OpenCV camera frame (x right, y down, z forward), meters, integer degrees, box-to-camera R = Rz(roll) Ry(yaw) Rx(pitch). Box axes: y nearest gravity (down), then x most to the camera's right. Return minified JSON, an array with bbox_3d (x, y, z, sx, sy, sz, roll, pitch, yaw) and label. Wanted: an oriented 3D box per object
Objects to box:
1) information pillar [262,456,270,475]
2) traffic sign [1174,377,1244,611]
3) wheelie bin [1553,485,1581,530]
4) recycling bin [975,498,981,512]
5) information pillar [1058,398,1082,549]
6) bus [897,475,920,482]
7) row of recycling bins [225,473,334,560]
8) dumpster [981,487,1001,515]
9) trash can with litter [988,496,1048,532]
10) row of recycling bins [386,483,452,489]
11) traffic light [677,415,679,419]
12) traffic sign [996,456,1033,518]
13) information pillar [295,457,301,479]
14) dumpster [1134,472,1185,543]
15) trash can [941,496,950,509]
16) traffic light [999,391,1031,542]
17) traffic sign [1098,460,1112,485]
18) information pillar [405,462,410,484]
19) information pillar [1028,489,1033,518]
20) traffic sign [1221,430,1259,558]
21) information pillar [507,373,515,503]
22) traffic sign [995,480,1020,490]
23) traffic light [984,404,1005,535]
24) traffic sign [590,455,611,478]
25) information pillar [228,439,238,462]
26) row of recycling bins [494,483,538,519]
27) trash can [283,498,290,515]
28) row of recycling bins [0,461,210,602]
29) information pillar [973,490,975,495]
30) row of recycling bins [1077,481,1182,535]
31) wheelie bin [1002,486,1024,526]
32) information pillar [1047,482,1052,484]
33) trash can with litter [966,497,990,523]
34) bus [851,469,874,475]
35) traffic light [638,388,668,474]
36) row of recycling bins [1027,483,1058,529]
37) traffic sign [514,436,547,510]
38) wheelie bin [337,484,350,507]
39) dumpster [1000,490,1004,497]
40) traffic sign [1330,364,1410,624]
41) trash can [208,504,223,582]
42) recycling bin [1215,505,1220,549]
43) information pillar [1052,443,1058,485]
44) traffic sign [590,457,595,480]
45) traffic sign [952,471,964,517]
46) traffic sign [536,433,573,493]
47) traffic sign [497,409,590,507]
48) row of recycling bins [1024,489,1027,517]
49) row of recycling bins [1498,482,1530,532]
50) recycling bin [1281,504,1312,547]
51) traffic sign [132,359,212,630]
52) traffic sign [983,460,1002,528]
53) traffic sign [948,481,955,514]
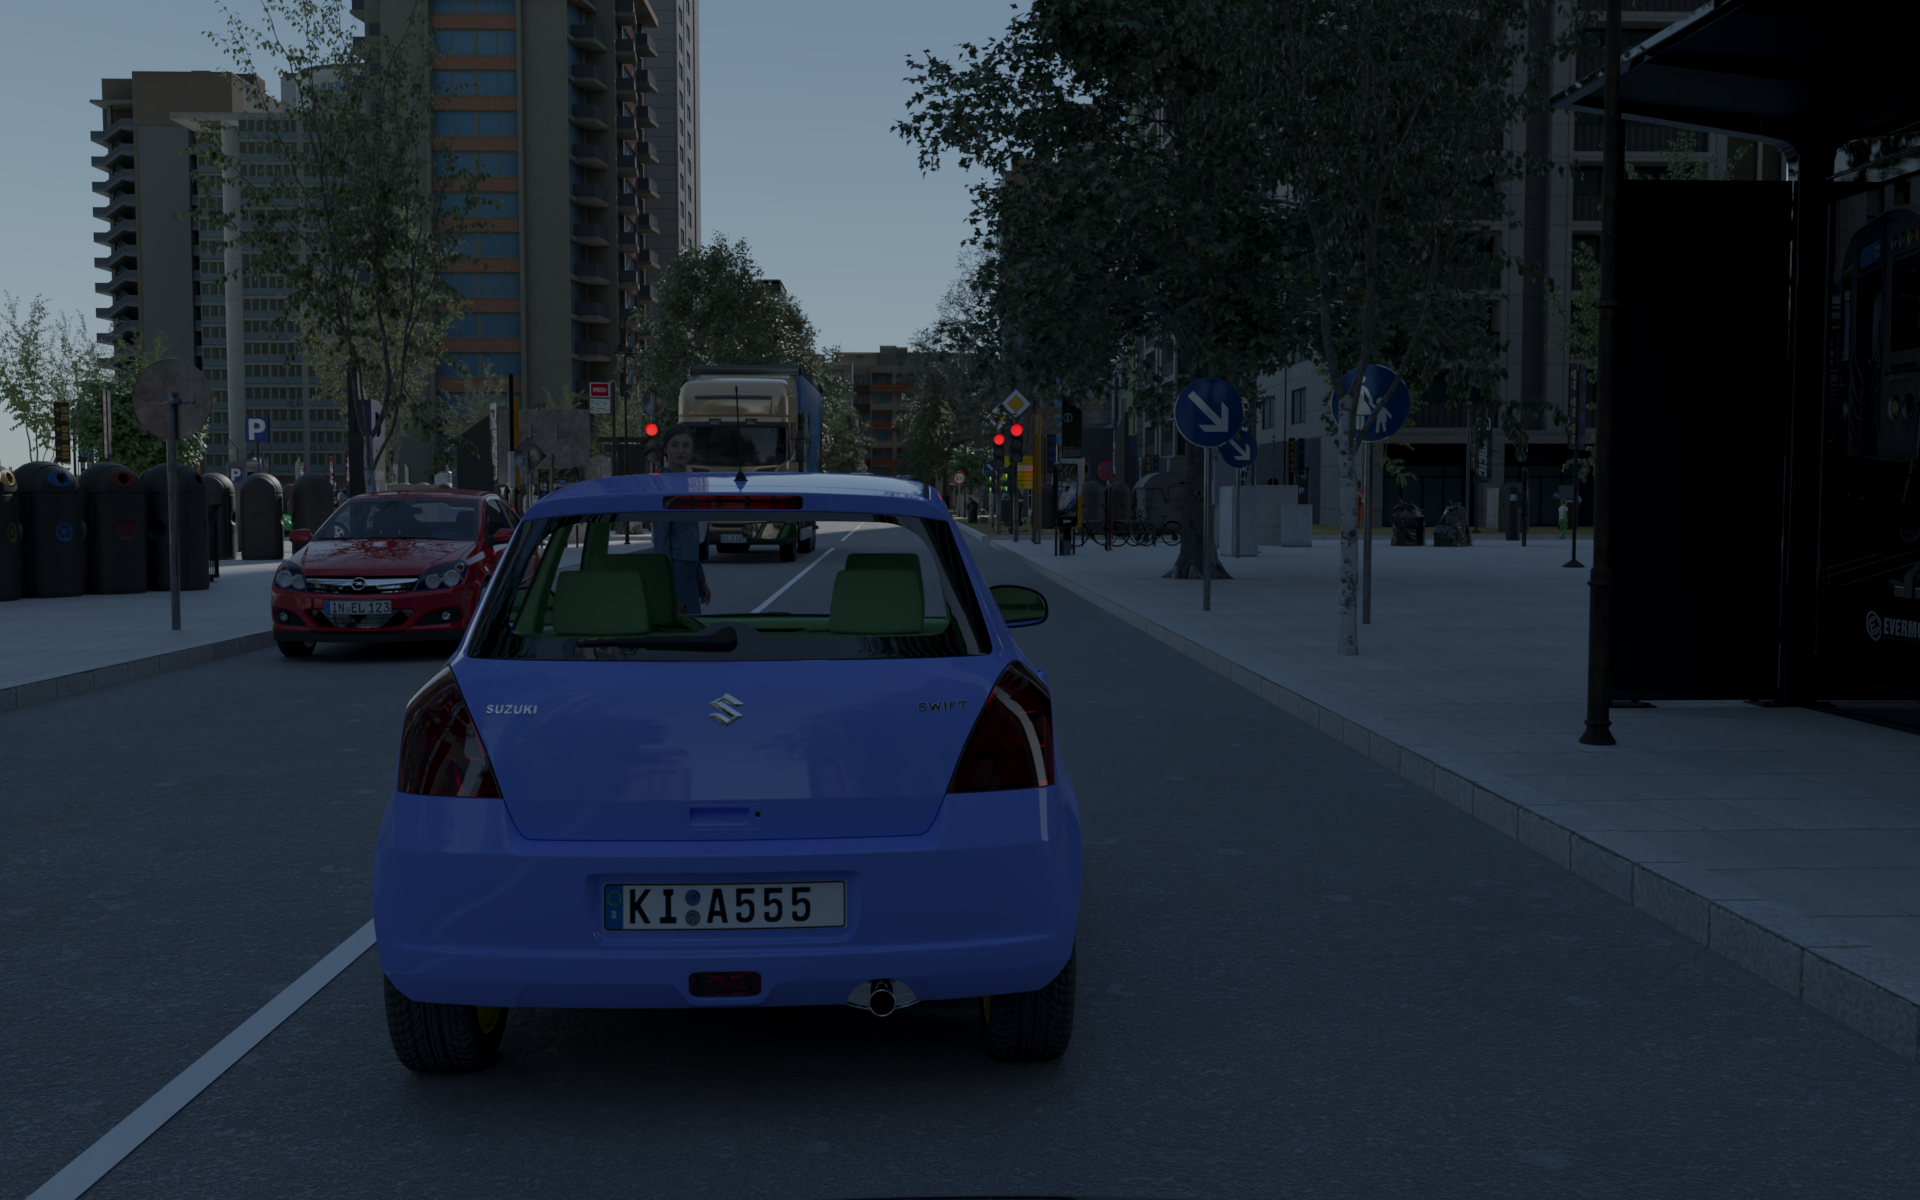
[{"bbox_3d":[-42.873,-7.076,107.054,0.504,3.616,0.183,1,4,8],"label":"information pillar"},{"bbox_3d":[2.719,-1.156,19.000,0.768,2.556,0.104,0,4,1],"label":"traffic sign"},{"bbox_3d":[21.943,-3.351,62.692,0.980,1.594,0.693,0,4,5],"label":"wheelie bin"},{"bbox_3d":[1.113,-7.022,127.363,0.722,1.027,0.722,1,4,13],"label":"recycling bin"},{"bbox_3d":[2.597,-3.002,40.435,0.504,3.616,0.183,0,4,7],"label":"information pillar"},{"bbox_3d":[-5.294,-10.843,172.144,2.948,3.499,13.247,0,4,-3],"label":"bus"},{"bbox_3d":[-14.099,-1.639,33.918,3.534,1.692,1.069,-1,4,-12],"label":"row of recycling bins"},{"bbox_3d":[1.972,-6.327,109.206,1.264,1.857,1.865,0,4,-2],"label":"dumpster"},{"bbox_3d":[1.971,-2.949,59.270,2.233,1.210,1.678,-1,4,-8],"label":"trash can with litter"},{"bbox_3d":[-19.857,-3.429,63.180,3.534,1.692,1.069,1,4,22],"label":"row of recycling bins"},{"bbox_3d":[-8.413,-3.982,54.018,0.839,4.253,0.868,0,4,-2],"label":"traffic light"},{"bbox_3d":[3.021,-5.983,91.693,2.265,3.308,0.079,0,4,3],"label":"traffic sign"},{"bbox_3d":[-41.501,-7.175,108.669,0.504,3.616,0.183,2,4,35],"label":"information pillar"},{"bbox_3d":[5.402,-2.489,46.450,1.264,1.857,1.865,0,4,-2],"label":"dumpster"},{"bbox_3d":[-1.055,-6.820,123.161,0.748,1.137,0.748,0,3,0],"label":"trash can"},{"bbox_3d":[1.477,-3.515,46.397,0.839,4.253,0.868,0,4,-2],"label":"traffic light"},{"bbox_3d":[5.597,-3.995,65.425,0.768,2.556,0.104,0,4,0],"label":"traffic sign"},{"bbox_3d":[-40.877,-8.364,128.104,0.504,3.616,0.183,3,5,40],"label":"information pillar"},{"bbox_3d":[3.847,-5.379,92.443,0.304,2.012,0.304,-3,5,-41],"label":"information pillar"},{"bbox_3d":[5.555,-2.107,34.554,0.768,2.556,0.104,0,3,0],"label":"traffic sign"},{"bbox_3d":[-8.764,-2.598,33.831,0.183,3.616,0.504,-1,4,-19],"label":"information pillar"},{"bbox_3d":[2.946,-7.325,113.629,2.265,3.308,0.079,0,4,2],"label":"traffic sign"},{"bbox_3d":[1.192,-4.003,54.377,0.839,4.253,0.868,0,4,-2],"label":"traffic light"},{"bbox_3d":[-11.805,-3.464,56.742,0.768,2.556,0.104,0,4,3],"label":"traffic sign"},{"bbox_3d":[-30.877,-5.033,73.649,0.504,3.616,0.183,2,4,25],"label":"information pillar"},{"bbox_3d":[-15.551,-3.278,60.716,3.534,1.692,1.069,1,4,13],"label":"row of recycling bins"},{"bbox_3d":[-24.695,-3.133,62.870,0.748,1.137,0.748,0,3,0],"label":"trash can"},{"bbox_3d":[-11.191,-0.907,21.949,1.069,1.692,3.534,2,4,28],"label":"row of recycling bins"},{"bbox_3d":[1.003,-8.374,128.276,0.183,3.616,0.504,2,4,28],"label":"information pillar"},{"bbox_3d":[5.470,-2.943,55.231,3.534,1.692,1.069,-1,4,-20],"label":"row of recycling bins"},{"bbox_3d":[2.066,-3.726,68.836,0.693,1.594,0.980,3,5,40],"label":"wheelie bin"},{"bbox_3d":[5.538,-6.246,106.618,0.304,2.012,0.304,1,4,20],"label":"information pillar"},{"bbox_3d":[0.783,-3.959,76.114,1.055,1.170,0.624,1,4,14],"label":"trash can with litter"},{"bbox_3d":[-8.601,-9.347,147.690,2.948,3.499,13.247,0,4,-1],"label":"bus"},{"bbox_3d":[-8.127,-3.493,46.038,0.839,4.253,0.868,0,4,-2],"label":"traffic light"},{"bbox_3d":[4.371,-3.432,63.230,3.534,1.692,1.069,2,4,29],"label":"row of recycling bins"},{"bbox_3d":[-8.616,-2.040,34.541,0.795,2.450,0.064,0,4,4],"label":"traffic sign"},{"bbox_3d":[-18.945,-2.815,53.932,0.693,1.594,0.980,2,4,29],"label":"wheelie bin"},{"bbox_3d":[3.599,-7.261,121.207,1.502,2.255,1.985,0,4,-2],"label":"dumpster"},{"bbox_3d":[4.022,-1.037,17.060,0.768,2.556,0.104,0,4,7],"label":"traffic sign"},{"bbox_3d":[-11.145,-0.833,25.269,0.748,1.137,0.748,0,3,0],"label":"trash can"},{"bbox_3d":[6.256,-1.728,40.802,0.722,1.027,0.722,2,4,33],"label":"recycling bin"},{"bbox_3d":[4.440,-5.440,80.296,0.183,3.616,0.504,-2,4,-27],"label":"information pillar"},{"bbox_3d":[-12.765,-3.653,59.837,0.768,2.556,0.104,0,4,5],"label":"traffic sign"},{"bbox_3d":[-0.037,-5.915,96.818,0.768,2.556,0.104,0,4,6],"label":"traffic sign"},{"bbox_3d":[-8.645,-2.245,36.702,0.884,2.594,0.081,0,4,0],"label":"traffic sign"},{"bbox_3d":[-10.017,-2.924,41.683,2.265,3.308,0.079,0,4,5],"label":"traffic sign"},{"bbox_3d":[4.310,-5.463,96.431,1.069,1.692,3.534,-1,4,-22],"label":"row of recycling bins"},{"bbox_3d":[18.995,-3.203,59.481,1.069,1.692,3.534,1,4,17],"label":"row of recycling bins"},{"bbox_3d":[8.185,-1.806,42.082,0.722,1.027,0.722,1,4,11],"label":"recycling bin"},{"bbox_3d":[-7.416,-0.991,16.314,0.768,2.556,0.104,0,4,3],"label":"traffic sign"},{"bbox_3d":[1.234,-3.943,64.580,0.768,2.556,0.104,0,4,0],"label":"traffic sign"},{"bbox_3d":[-0.326,-6.725,109.964,0.884,2.594,0.081,0,4,6],"label":"traffic sign"}]
